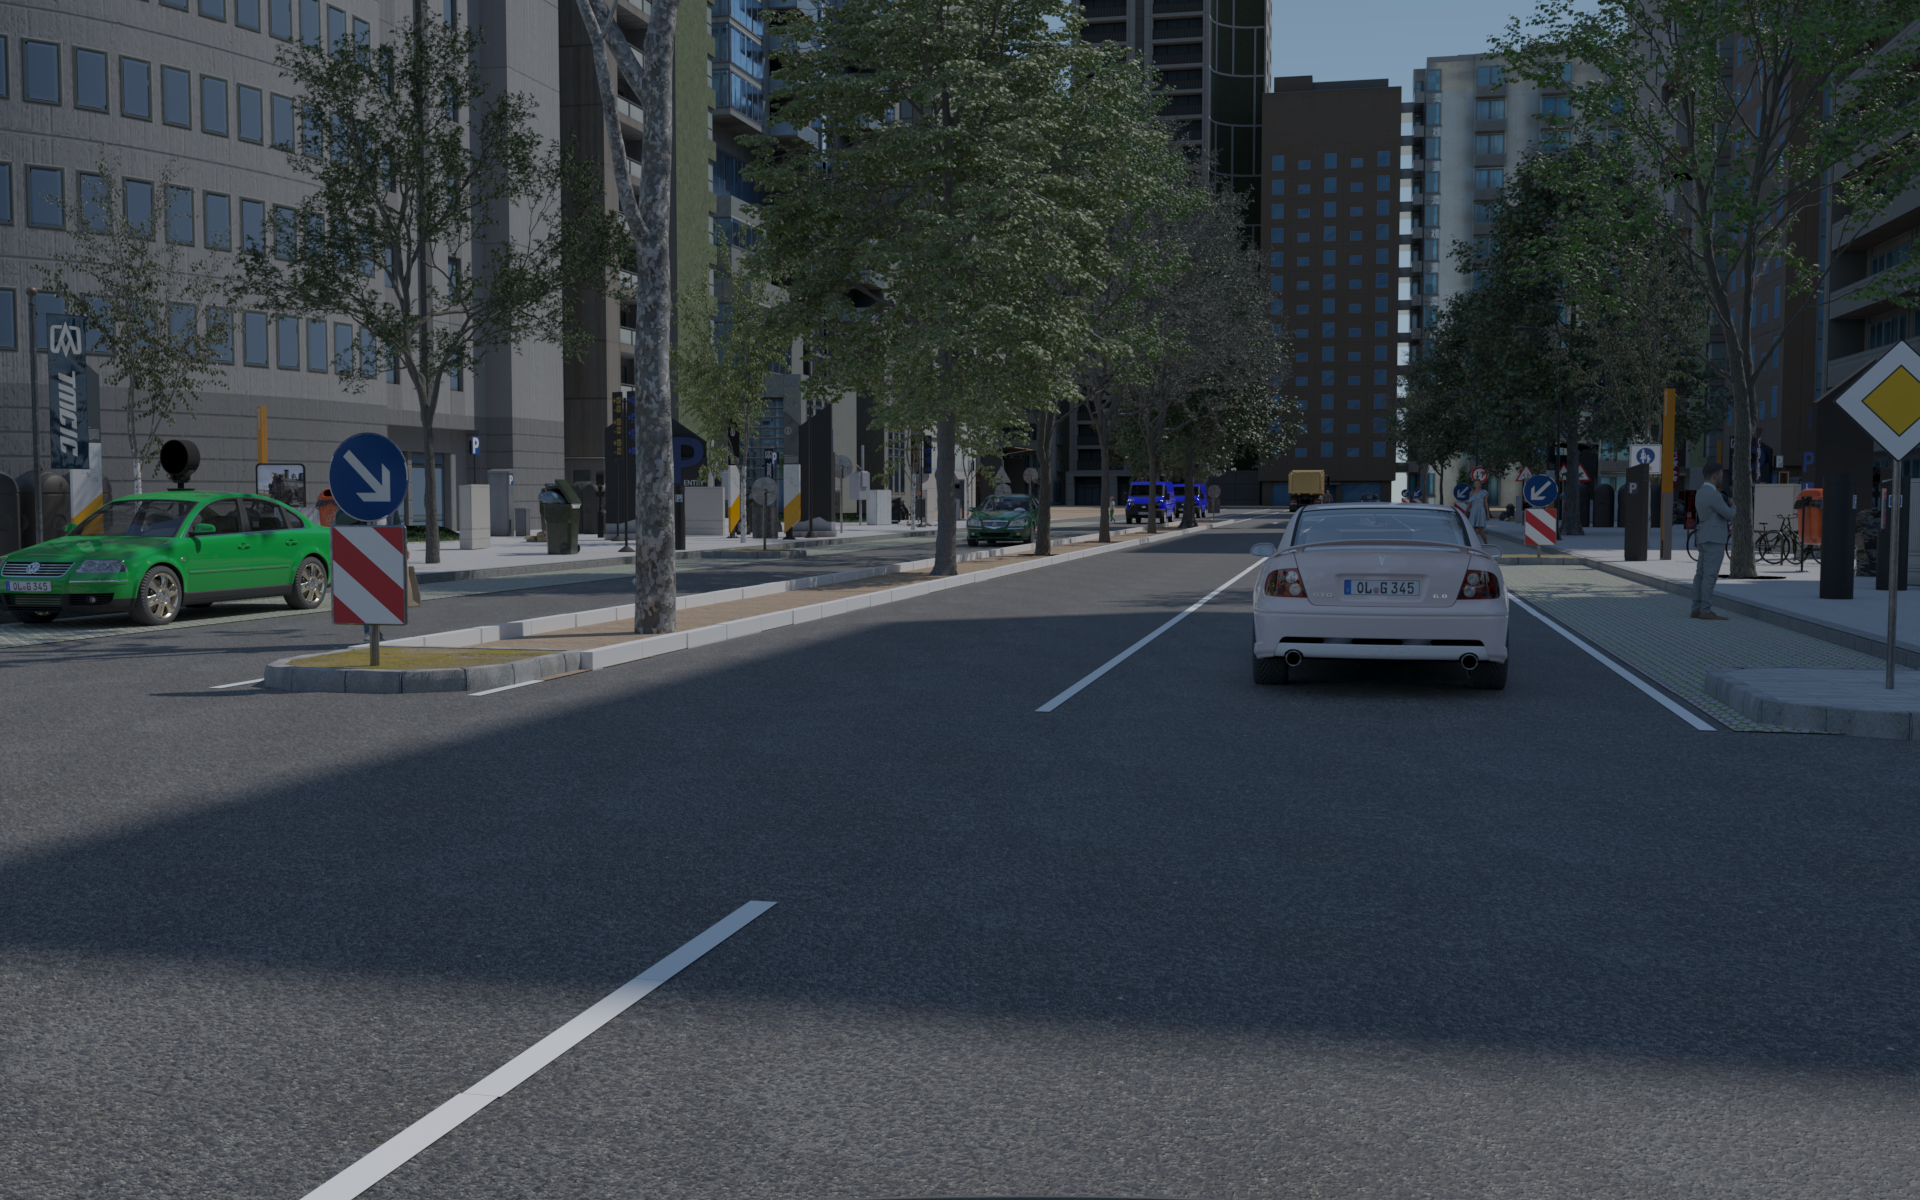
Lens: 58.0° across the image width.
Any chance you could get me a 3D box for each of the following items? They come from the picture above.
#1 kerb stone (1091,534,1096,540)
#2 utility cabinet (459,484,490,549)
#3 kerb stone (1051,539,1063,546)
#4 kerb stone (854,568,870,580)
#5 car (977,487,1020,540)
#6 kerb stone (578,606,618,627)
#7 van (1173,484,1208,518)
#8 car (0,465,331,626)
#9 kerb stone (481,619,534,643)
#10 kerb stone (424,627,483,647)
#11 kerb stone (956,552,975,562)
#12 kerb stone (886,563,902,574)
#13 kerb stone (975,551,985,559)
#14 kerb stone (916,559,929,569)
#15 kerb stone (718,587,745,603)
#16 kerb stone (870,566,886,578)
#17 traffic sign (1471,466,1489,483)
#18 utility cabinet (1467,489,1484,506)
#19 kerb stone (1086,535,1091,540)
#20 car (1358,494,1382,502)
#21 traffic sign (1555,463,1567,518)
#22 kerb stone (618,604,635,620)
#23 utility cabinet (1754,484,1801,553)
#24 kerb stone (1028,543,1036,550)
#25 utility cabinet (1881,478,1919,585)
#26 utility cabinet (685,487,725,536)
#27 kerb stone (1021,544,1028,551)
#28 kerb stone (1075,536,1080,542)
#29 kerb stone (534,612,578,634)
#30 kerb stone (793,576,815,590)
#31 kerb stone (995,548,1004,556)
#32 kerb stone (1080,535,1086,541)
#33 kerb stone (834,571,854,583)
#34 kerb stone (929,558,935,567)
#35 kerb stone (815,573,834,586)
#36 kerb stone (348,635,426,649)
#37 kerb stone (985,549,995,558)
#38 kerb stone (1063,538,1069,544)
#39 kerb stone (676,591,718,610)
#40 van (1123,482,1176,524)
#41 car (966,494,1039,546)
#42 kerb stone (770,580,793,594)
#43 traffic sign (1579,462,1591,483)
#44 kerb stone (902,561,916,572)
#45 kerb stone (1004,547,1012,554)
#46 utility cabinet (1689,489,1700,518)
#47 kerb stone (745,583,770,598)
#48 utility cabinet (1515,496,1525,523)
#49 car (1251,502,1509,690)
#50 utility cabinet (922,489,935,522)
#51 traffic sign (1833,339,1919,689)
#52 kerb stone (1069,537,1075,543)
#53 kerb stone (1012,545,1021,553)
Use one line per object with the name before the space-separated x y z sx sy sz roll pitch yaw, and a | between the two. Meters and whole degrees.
kerb stone | 4.028 -1.947 54.021 0.120 0.150 1.000 1 4 13
utility cabinet | -11.285 -1.931 40.246 0.318 1.500 1.173 0 4 5
kerb stone | 2.639 -1.580 48.027 0.120 0.150 1.000 1 4 13
kerb stone | -1.743 -0.414 29.051 0.120 0.150 1.000 1 4 13
car | 1.611 -2.743 54.640 2.009 1.686 4.222 1 4 12
kerb stone | -4.049 0.196 19.044 0.120 0.150 1.000 1 4 13
van | 13.641 -6.074 103.689 2.240 2.365 5.245 1 4 13
car | -9.157 -0.701 20.255 1.959 1.807 4.718 1 4 13
kerb stone | -4.510 0.315 17.048 0.120 0.150 1.000 1 4 13
kerb stone | -4.742 0.379 16.041 0.120 0.150 1.000 1 4 13
kerb stone | 0.109 -0.908 37.051 0.120 0.150 1.000 1 4 13
kerb stone | -1.277 -0.541 31.047 0.120 0.150 1.000 1 4 13
kerb stone | 0.332 -0.970 38.048 0.120 0.150 1.000 1 4 13
kerb stone | -0.816 -0.660 33.043 0.120 0.150 1.000 1 4 13
kerb stone | -3.131 -0.050 23.053 0.120 0.150 1.000 1 4 13
kerb stone | -1.513 -0.481 30.052 0.120 0.150 1.000 1 4 13
traffic sign | 23.900 -4.867 79.685 0.768 2.556 0.104 1 4 17
utility cabinet | 24.350 -4.470 81.761 0.318 1.500 1.173 3 5 44
kerb stone | 3.796 -1.885 53.026 0.120 0.150 1.000 1 4 13
car | 35.336 -8.531 149.270 2.009 1.686 4.222 1 4 13
traffic sign | 25.139 -4.414 72.169 0.884 2.594 0.081 1 4 17
kerb stone | -3.816 0.134 20.052 0.120 0.150 1.000 1 4 13
utility cabinet | 17.874 -1.780 37.789 0.318 1.500 1.173 -1 4 -16
kerb stone | 1.717 -1.335 44.035 0.120 0.150 1.000 1 4 13
utility cabinet | 13.478 -0.946 24.139 0.318 1.500 1.173 -2 4 -31
utility cabinet | -7.757 -2.691 52.679 1.173 1.500 0.318 0 4 4
kerb stone | 1.486 -1.274 43.040 0.120 0.150 1.000 1 4 13
kerb stone | 3.335 -1.764 51.034 0.120 0.150 1.000 1 4 13
kerb stone | -4.287 0.254 18.045 0.120 0.150 1.000 1 4 13
kerb stone | -2.427 -0.235 26.041 0.120 0.150 1.000 1 4 13
kerb stone | 0.790 -1.091 40.041 0.120 0.150 1.000 1 4 13
kerb stone | 3.563 -1.822 52.030 0.120 0.150 1.000 1 4 13
kerb stone | -1.962 -0.358 28.047 0.120 0.150 1.000 1 4 13
kerb stone | -0.580 -0.725 34.047 0.120 0.150 1.000 1 4 13
kerb stone | -2.209 -0.296 27.044 0.120 0.150 1.000 1 4 13
kerb stone | -4.974 0.440 15.031 0.120 0.150 1.000 1 4 13
kerb stone | 0.561 -1.030 39.045 0.120 0.150 1.000 1 4 13
kerb stone | 2.873 -1.638 49.029 0.120 0.150 1.000 1 4 13
kerb stone | -3.355 0.013 22.051 0.120 0.150 1.000 1 4 13
van | 9.277 -4.887 84.291 2.240 2.365 5.245 1 4 13
car | 1.410 -2.277 49.029 2.131 1.459 4.920 1 4 12
kerb stone | -2.666 -0.174 25.043 0.120 0.150 1.000 1 4 13
traffic sign | 25.328 -4.332 70.824 0.884 2.594 0.081 1 4 15
kerb stone | -1.053 -0.601 32.047 0.120 0.150 1.000 1 4 13
kerb stone | 1.021 -1.152 41.039 0.120 0.150 1.000 1 4 13
utility cabinet | 33.606 -4.261 78.343 1.173 1.500 0.318 2 4 26
kerb stone | -2.890 -0.109 24.046 0.120 0.150 1.000 1 4 13
utility cabinet | 24.807 -3.944 75.640 1.020 1.237 0.306 1 4 13
car | 3.408 -0.113 14.211 2.083 1.381 4.827 1 4 12
utility cabinet | -1.460 -4.256 78.271 0.318 1.500 1.173 1 4 16
traffic sign | 6.116 -0.470 11.333 0.795 2.450 0.064 1 4 13
kerb stone | 3.103 -1.703 50.038 0.120 0.150 1.000 1 4 13
kerb stone | 1.255 -1.214 42.044 0.120 0.150 1.000 1 4 13
